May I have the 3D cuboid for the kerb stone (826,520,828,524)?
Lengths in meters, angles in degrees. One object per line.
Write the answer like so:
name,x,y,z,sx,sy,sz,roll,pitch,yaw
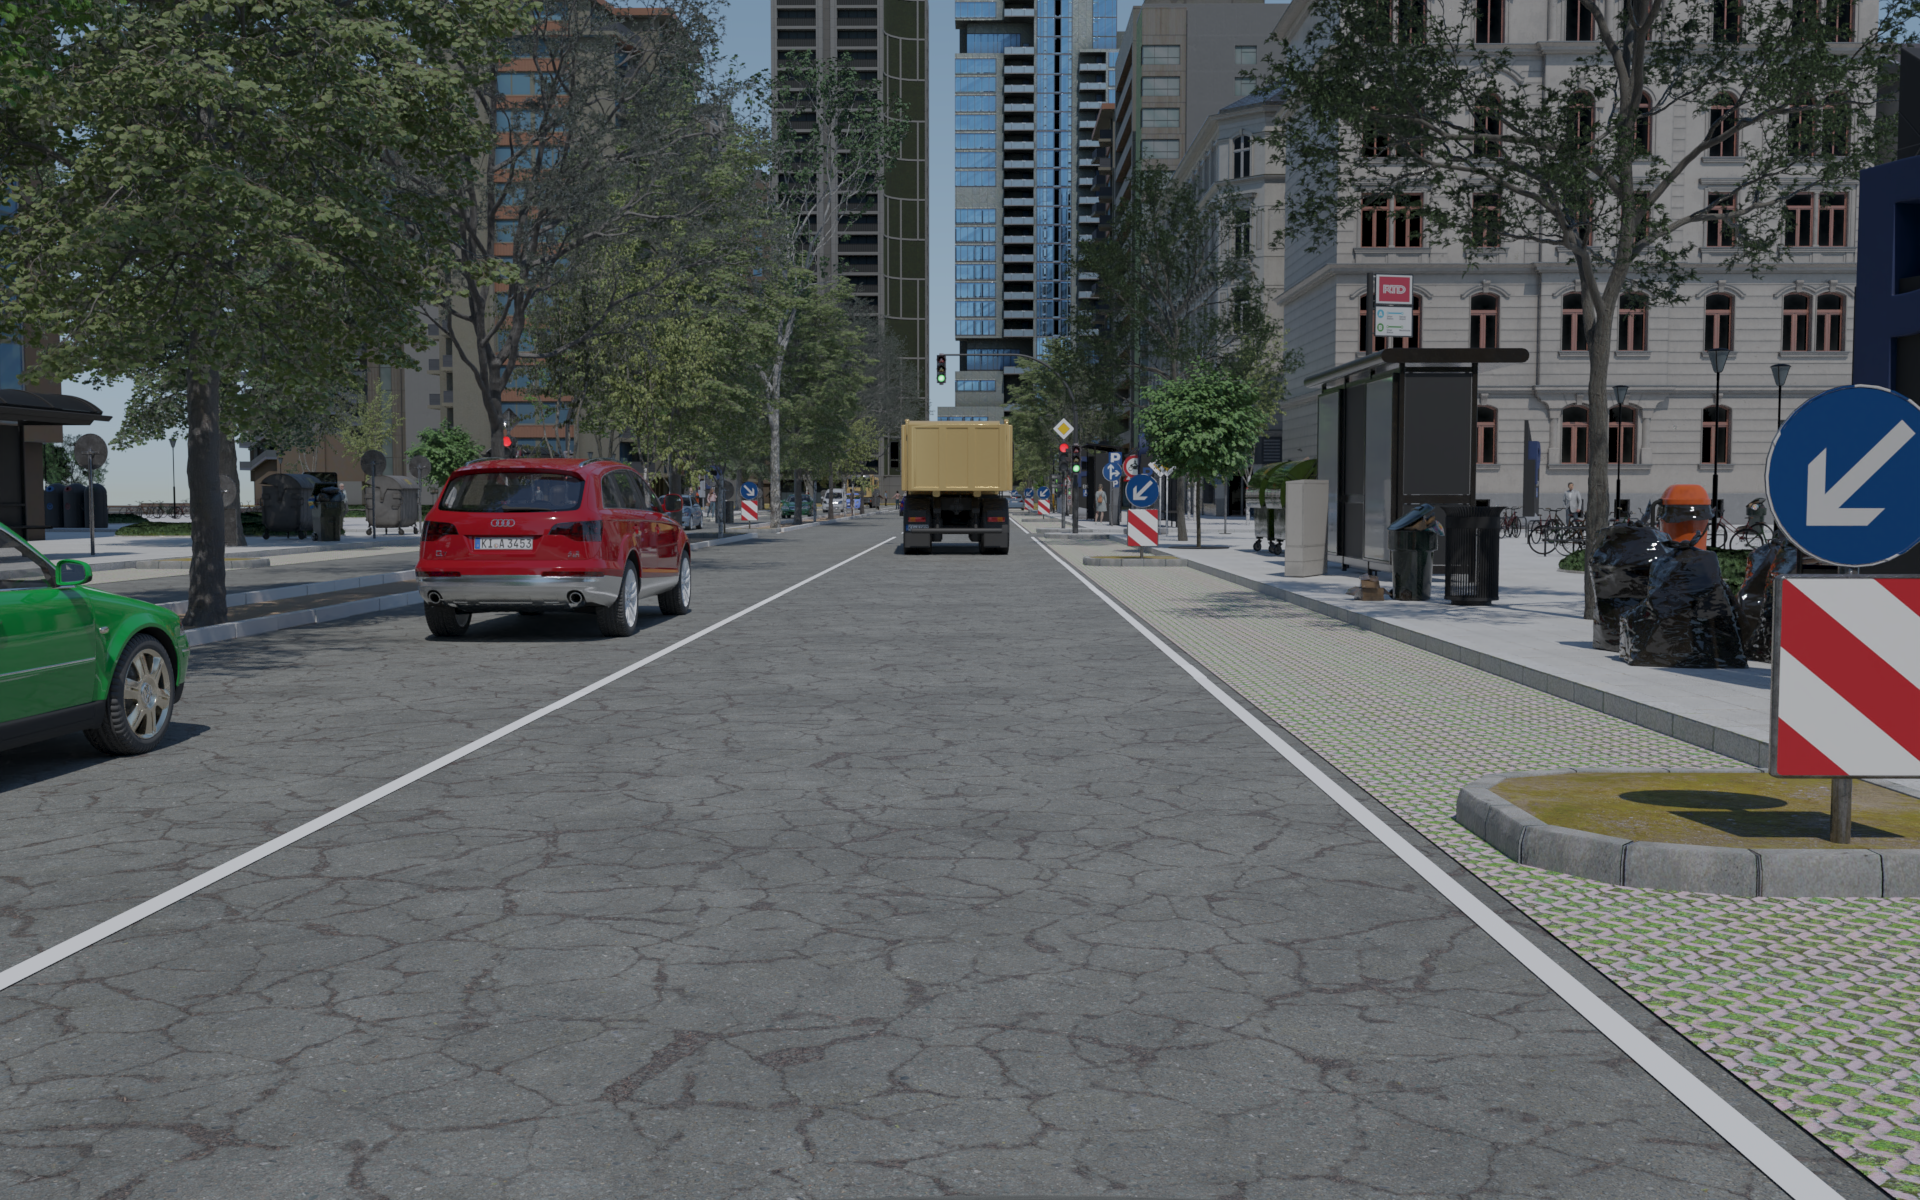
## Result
kerb stone,-6.442,-3.643,81.808,0.120,0.150,1.000,0,4,1

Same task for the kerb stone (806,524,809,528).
kerb stone,-6.552,-3.079,72.583,0.120,0.150,1.000,0,4,1

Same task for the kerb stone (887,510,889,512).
kerb stone,-5.805,-6.844,134.092,0.120,0.150,1.000,0,4,1

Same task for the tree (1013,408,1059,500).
tree,6.684,-11.316,135.383,4.737,8.622,4.395,0,3,0

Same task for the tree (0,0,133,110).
tree,-8.239,-4.993,9.857,9.928,11.665,9.643,0,3,0

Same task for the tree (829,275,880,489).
tree,-7.581,-9.748,79.959,7.486,12.596,7.792,0,3,0

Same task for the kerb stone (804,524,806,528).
kerb stone,-6.565,-3.012,71.556,0.120,0.150,1.000,0,4,1

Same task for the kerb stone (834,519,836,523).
kerb stone,-6.391,-3.896,85.927,0.120,0.150,1.000,0,4,1

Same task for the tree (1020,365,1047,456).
tree,5.748,-6.889,47.054,7.601,10.594,8.767,0,4,5

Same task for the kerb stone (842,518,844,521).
kerb stone,-6.338,-4.211,91.042,0.120,0.150,1.000,0,4,1

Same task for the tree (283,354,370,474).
tree,-25.133,-7.145,67.184,4.360,8.622,3.978,0,3,0

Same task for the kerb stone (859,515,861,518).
kerb stone,-6.175,-4.963,103.338,0.120,0.150,1.000,0,4,1

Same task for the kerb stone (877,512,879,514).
kerb stone,-5.957,-6.092,121.795,0.120,0.150,1.000,0,4,1

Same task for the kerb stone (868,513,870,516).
kerb stone,-6.077,-5.465,111.543,0.120,0.150,1.000,0,4,1

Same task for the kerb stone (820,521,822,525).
kerb stone,-6.489,-3.458,78.738,0.120,0.150,1.000,0,4,1

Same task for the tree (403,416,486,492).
tree,-21.692,-5.465,73.063,4.285,4.588,4.351,0,3,0

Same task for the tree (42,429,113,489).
tree,-71.072,-10.075,127.627,11.467,7.101,20.602,-1,4,-8

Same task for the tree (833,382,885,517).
tree,-6.770,-9.637,110.378,4.737,8.622,4.395,0,3,0

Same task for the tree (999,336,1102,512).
tree,6.684,-12.620,124.471,7.486,12.596,7.792,0,3,0

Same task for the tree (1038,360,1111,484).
tree,6.587,-8.880,95.548,4.360,8.622,3.978,0,3,0

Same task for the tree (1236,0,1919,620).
tree,6.196,-5.070,17.310,7.601,10.594,8.767,-1,4,-22

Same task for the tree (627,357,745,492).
tree,-16.570,-10.557,107.025,7.601,10.594,8.767,2,4,34

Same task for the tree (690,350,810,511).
tree,-16.496,-14.519,144.042,9.857,13.997,8.962,0,3,0

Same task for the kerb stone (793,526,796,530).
kerb stone,-6.617,-2.762,67.456,0.120,0.150,1.000,0,4,1

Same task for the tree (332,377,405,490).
tree,-36.844,-9.648,108.114,4.737,8.622,4.395,0,3,0

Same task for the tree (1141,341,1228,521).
tree,11.103,-8.094,82.705,4.360,8.622,3.978,0,3,0

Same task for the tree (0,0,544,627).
tree,-8.271,-6.010,18.846,7.486,12.596,7.792,0,3,0

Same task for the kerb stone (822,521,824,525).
kerb stone,-6.476,-3.520,79.763,0.120,0.150,1.000,0,4,1

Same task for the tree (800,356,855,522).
tree,-7.295,-8.195,86.810,4.360,8.622,3.978,0,3,0

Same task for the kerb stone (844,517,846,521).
kerb stone,-6.319,-4.267,92.065,0.120,0.150,1.000,0,4,1

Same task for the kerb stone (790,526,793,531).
kerb stone,-6.631,-2.705,66.427,0.120,0.150,1.000,0,4,1

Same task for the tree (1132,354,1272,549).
tree,5.712,-3.492,40.810,4.285,4.588,4.351,0,3,0

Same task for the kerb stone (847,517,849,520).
kerb stone,-6.293,-4.398,94.109,0.120,0.150,1.000,0,4,1

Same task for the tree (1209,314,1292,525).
tree,11.739,-7.381,71.040,4.737,8.622,4.395,0,3,0

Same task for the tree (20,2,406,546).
tree,-17.988,-8.296,42.295,9.857,13.997,8.962,0,3,0

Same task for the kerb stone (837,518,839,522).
kerb stone,-6.375,-4.019,87.975,0.120,0.150,1.000,0,4,1

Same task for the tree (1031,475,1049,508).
tree,7.617,-10.075,159.329,1.663,3.219,1.824,0,3,0

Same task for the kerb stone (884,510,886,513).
kerb stone,-5.855,-6.593,129.990,0.120,0.150,1.000,0,4,1

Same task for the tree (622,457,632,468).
tree,-17.643,-5.922,91.425,1.663,3.219,1.824,0,3,0

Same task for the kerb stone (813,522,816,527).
kerb stone,-6.516,-3.265,75.657,0.120,0.150,1.000,0,4,1

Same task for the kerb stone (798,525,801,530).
kerb stone,-6.597,-2.894,69.512,0.120,0.150,1.000,0,4,1

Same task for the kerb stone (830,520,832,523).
kerb stone,-6.422,-3.765,83.861,0.120,0.150,1.000,0,4,1

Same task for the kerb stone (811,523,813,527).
kerb stone,-6.533,-3.207,74.634,0.120,0.150,1.000,0,4,1

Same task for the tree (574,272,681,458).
tree,-16.507,-9.451,80.274,9.928,11.665,9.643,0,3,0

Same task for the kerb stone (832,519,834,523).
kerb stone,-6.404,-3.834,84.904,0.120,0.150,1.000,0,4,1

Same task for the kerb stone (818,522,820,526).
kerb stone,-6.496,-3.395,77.707,0.120,0.150,1.000,0,4,1

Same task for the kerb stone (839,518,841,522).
kerb stone,-6.352,-4.086,88.997,0.120,0.150,1.000,0,4,1

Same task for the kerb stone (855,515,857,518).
kerb stone,-6.223,-4.772,100.265,0.120,0.150,1.000,0,4,1

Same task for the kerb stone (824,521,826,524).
kerb stone,-6.460,-3.577,80.786,0.120,0.150,1.000,0,4,1

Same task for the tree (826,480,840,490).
tree,-15.941,-13.483,215.049,1.663,3.219,1.824,0,3,0

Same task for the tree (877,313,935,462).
tree,-7.124,-11.166,95.390,12.009,13.543,11.850,0,3,0

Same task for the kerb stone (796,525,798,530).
kerb stone,-6.611,-2.831,68.490,0.120,0.150,1.000,0,4,1

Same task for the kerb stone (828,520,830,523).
kerb stone,-6.434,-3.709,82.839,0.120,0.150,1.000,0,4,1

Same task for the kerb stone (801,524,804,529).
kerb stone,-6.577,-2.956,70.534,0.120,0.150,1.000,0,4,1

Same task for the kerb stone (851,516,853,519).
kerb stone,-6.253,-4.587,97.192,0.120,0.150,1.000,0,4,1

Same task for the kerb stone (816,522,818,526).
kerb stone,-6.508,-3.325,76.680,0.120,0.150,1.000,0,4,1

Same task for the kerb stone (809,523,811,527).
kerb stone,-6.551,-3.145,73.612,0.120,0.150,1.000,0,4,1
